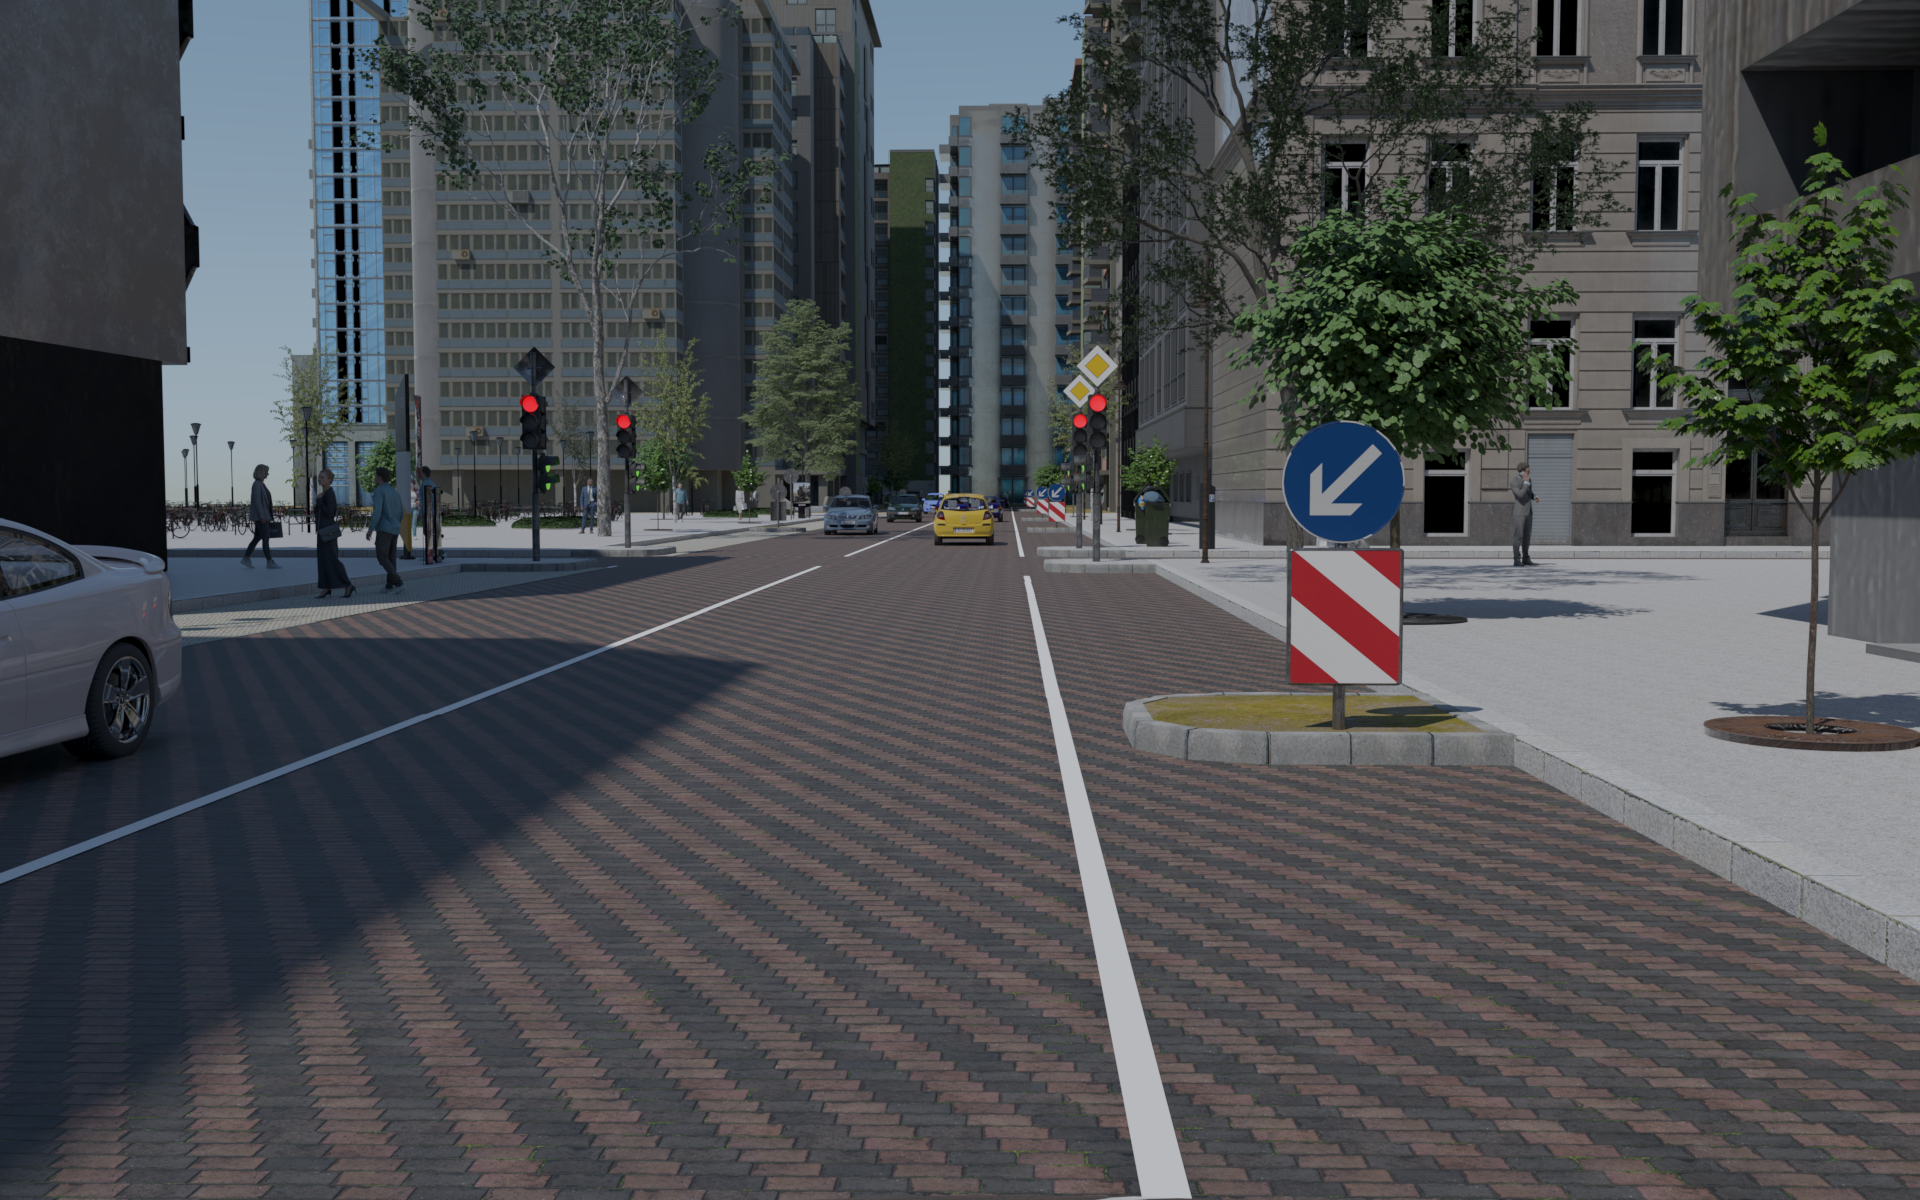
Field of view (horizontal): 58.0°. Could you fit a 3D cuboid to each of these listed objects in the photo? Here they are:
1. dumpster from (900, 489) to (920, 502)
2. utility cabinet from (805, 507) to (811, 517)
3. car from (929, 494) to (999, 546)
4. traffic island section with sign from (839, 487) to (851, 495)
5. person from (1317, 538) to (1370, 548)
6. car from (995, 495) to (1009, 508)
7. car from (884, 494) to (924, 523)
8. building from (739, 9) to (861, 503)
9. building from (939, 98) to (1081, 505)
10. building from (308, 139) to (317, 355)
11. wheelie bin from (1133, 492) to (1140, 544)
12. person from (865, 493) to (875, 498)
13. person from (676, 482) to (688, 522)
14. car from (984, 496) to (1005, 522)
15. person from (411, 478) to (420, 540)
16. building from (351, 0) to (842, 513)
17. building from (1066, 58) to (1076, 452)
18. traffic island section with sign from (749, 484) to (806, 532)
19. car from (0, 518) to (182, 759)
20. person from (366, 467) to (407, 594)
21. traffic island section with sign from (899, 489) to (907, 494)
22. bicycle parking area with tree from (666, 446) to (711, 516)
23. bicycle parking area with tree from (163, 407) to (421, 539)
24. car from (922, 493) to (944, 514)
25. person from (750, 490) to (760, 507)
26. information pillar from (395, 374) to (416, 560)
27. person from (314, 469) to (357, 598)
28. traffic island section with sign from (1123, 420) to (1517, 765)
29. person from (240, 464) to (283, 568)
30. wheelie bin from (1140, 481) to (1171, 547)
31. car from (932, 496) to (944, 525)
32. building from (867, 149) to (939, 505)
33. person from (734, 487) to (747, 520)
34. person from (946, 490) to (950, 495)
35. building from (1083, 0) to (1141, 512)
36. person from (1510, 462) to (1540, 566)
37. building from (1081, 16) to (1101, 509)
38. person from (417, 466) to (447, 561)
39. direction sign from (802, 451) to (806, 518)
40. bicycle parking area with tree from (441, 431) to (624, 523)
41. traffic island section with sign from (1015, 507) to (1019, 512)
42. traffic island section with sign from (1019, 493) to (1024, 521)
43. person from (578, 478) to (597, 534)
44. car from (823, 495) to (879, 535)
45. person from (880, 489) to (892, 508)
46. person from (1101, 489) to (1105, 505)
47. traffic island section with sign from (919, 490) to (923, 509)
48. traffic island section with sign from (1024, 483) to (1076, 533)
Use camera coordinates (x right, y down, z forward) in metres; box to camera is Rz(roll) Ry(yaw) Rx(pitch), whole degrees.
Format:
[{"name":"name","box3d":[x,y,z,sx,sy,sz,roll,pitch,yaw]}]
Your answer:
[{"name":"dumpster","box3d":[-4.495,-8.996,155.295,1.865,1.857,1.264,0,4,0]},{"name":"utility cabinet","box3d":[-8.519,-5.165,95.608,0.306,1.237,1.020,1,4,11]},{"name":"car","box3d":[0.117,-2.408,49.594,2.015,1.641,3.980,0,4,0]},{"name":"traffic island section with sign","box3d":[-6.129,-5.157,92.950,1.989,1.847,2.006,0,4,2]},{"name":"person","box3d":[5.483,-1.121,24.716,0.694,1.780,0.624,-1,4,-22]},{"name":"car","box3d":[4.252,-10.407,182.739,1.945,1.354,3.894,0,4,0]},{"name":"car","box3d":[-2.822,-4.797,88.211,2.009,1.686,4.222,0,4,0]},{"name":"building","box3d":[-16.160,-28.460,148.914,14.154,41.232,14.086,0,4,2]},{"name":"building","box3d":[12.846,-36.238,212.093,30.456,49.044,23.786,0,4,2]},{"name":"building","box3d":[-62.467,-36.344,213.834,30.456,49.044,23.786,0,4,2]},{"name":"wheelie bin","box3d":[4.802,-2.238,44.500,0.693,1.594,0.980,0,4,5]},{"name":"person","box3d":[-8.368,-9.449,160.164,1.348,1.869,0.705,3,5,43]},{"name":"person","box3d":[-12.903,-4.518,79.929,0.660,1.820,0.620,-2,4,-34]},{"name":"car","box3d":[1.365,-4.716,89.682,1.945,1.354,3.894,0,4,2]},{"name":"person","box3d":[-15.428,-2.557,48.693,0.563,1.720,0.643,-2,4,-29]},{"name":"building","box3d":[-25.496,-26.768,129.544,32.217,40.220,23.993,0,4,2]},{"name":"building","box3d":[21.974,-31.725,173.332,22.147,44.769,28.867,0,4,2]},{"name":"traffic island section with sign","box3d":[-6.895,-3.499,65.839,1.989,1.847,2.006,0,4,2]},{"name":"car","box3d":[-5.531,0.257,8.156,2.083,1.381,4.827,0,4,3]},{"name":"person","box3d":[-8.148,-0.991,24.729,0.620,1.820,0.660,1,4,11]},{"name":"traffic island section with sign","box3d":[-4.711,-8.279,143.994,1.989,1.847,2.006,0,4,2]},{"name":"bicycle parking area with tree","box3d":[-18.744,-7.150,103.912,8.231,4.147,9.016,0,4,3]},{"name":"bicycle parking area with tree","box3d":[-23.977,-4.304,57.365,8.231,4.147,9.016,1,4,19]},{"name":"car","box3d":[-1.752,-7.042,124.731,1.945,1.707,3.694,0,4,1]},{"name":"person","box3d":[-13.448,-6.553,113.578,0.661,1.777,0.834,0,4,1]},{"name":"information pillar","box3d":[-10.908,-2.606,33.955,0.183,3.616,0.504,-3,5,-42]},{"name":"person","box3d":[-8.630,-0.907,23.755,0.576,1.772,0.534,3,5,40]},{"name":"traffic island section with sign","box3d":[1.981,-0.091,10.112,1.989,1.847,2.006,0,4,2]},{"name":"person","box3d":[-12.085,-1.452,29.963,0.728,1.800,0.709,0,4,-6]},{"name":"wheelie bin","box3d":[4.796,-2.097,42.198,0.693,1.594,0.980,0,4,6]},{"name":"car","box3d":[-0.336,-4.127,80.050,1.945,1.354,3.894,0,4,1]},{"name":"building","box3d":[-9.633,-32.104,208.494,14.086,41.232,14.154,0,4,2]},{"name":"person","box3d":[-10.943,-4.896,86.452,0.694,1.780,0.624,3,4,36]},{"name":"person","box3d":[-0.943,-8.502,148.033,0.617,1.759,0.750,0,4,4]},{"name":"building","box3d":[20.519,-29.105,130.484,22.147,44.769,28.867,0,4,2]},{"name":"person","box3d":[10.083,-1.526,30.795,0.655,1.846,0.447,-3,5,-41]},{"name":"building","box3d":[17.602,-28.656,152.117,14.154,41.232,14.086,0,4,2]},{"name":"person","box3d":[-10.152,-1.664,33.265,0.620,1.820,0.660,0,4,-3]},{"name":"direction sign","box3d":[-8.404,-6.146,92.481,0.379,3.537,0.876,0,4,-6]},{"name":"bicycle parking area with tree","box3d":[-19.483,-5.641,79.238,8.231,4.147,9.016,0,4,8]},{"name":"traffic island section with sign","box3d":[5.690,-8.204,142.757,1.989,1.847,2.006,0,4,2]},{"name":"traffic island section with sign","box3d":[4.276,-5.122,92.371,1.989,1.847,2.006,0,4,2]},{"name":"person","box3d":[-12.025,-3.052,56.119,0.721,1.800,0.419,-1,4,-15]},{"name":"car","box3d":[-3.875,-3.061,62.048,2.014,1.417,4.499,0,4,0]},{"name":"person","box3d":[-6.673,-9.201,157.211,1.217,1.736,0.721,1,4,19]},{"name":"person","box3d":[7.145,-5.081,89.215,0.635,1.810,0.391,1,4,22]},{"name":"traffic island section with sign","box3d":[-3.937,-9.963,171.517,1.989,1.847,2.006,0,4,2]},{"name":"traffic island section with sign","box3d":[3.529,-3.474,65.426,1.989,1.847,2.006,0,4,2]}]
